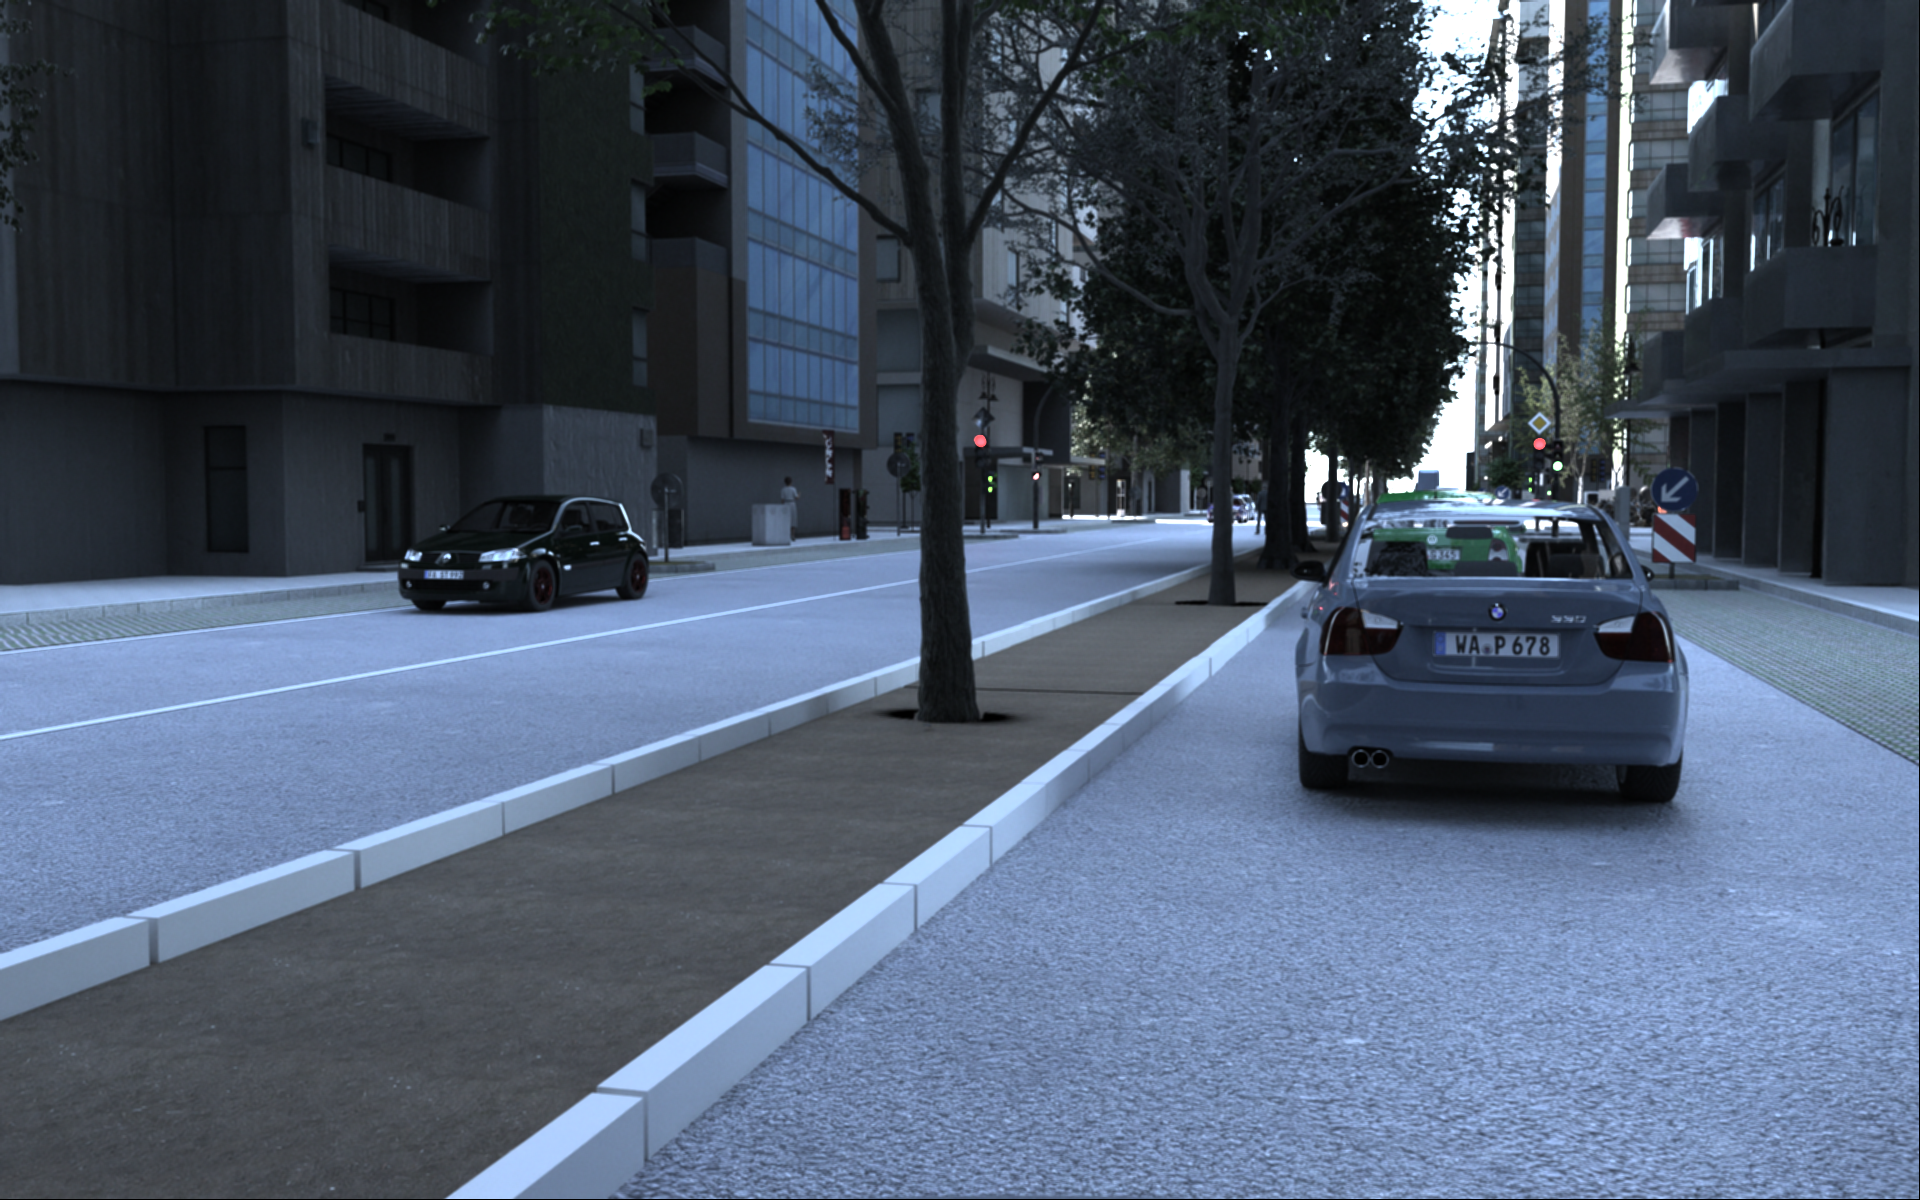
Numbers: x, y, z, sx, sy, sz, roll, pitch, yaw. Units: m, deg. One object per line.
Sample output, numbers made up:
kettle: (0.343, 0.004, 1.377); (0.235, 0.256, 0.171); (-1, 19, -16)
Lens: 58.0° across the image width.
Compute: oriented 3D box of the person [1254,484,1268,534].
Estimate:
person: (10.803, -3.254, 61.884); (0.661, 1.801, 0.590); (-1, 4, -16)

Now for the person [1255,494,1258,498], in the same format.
person: (31.896, -10.805, 183.424); (1.217, 1.743, 0.721); (0, 4, 0)

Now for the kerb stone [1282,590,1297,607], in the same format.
kerb stone: (4.158, 0.010, 22.061); (0.120, 0.150, 1.000); (1, 4, 15)

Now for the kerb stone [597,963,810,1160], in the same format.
kerb stone: (-0.600, 1.099, 4.220); (0.120, 0.150, 1.000); (1, 4, 15)

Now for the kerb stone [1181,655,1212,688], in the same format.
kerb stone: (1.772, 0.555, 13.128); (0.120, 0.150, 1.000); (1, 4, 15)

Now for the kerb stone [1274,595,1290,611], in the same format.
kerb stone: (3.883, 0.068, 21.076); (0.120, 0.150, 1.000); (1, 4, 15)

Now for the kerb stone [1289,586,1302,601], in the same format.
kerb stone: (4.416, -0.052, 23.050); (0.120, 0.150, 1.000); (1, 4, 15)

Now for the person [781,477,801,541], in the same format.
person: (-4.603, -2.479, 47.138); (0.480, 1.755, 0.524); (1, 4, 9)

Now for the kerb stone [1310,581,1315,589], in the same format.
kerb stone: (5.205, -0.231, 26.019); (0.120, 0.150, 1.000); (1, 4, 15)

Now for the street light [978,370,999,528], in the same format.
street light: (1.068, -5.630, 64.844); (0.468, 5.910, 1.993); (1, 4, 15)

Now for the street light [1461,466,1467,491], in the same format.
street light: (68.920, -16.096, 235.964); (0.468, 5.910, 1.993); (1, 4, 15)

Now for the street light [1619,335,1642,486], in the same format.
street light: (19.467, -4.748, 50.414); (0.468, 5.910, 1.993); (1, 4, 15)

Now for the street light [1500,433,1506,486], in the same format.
street light: (40.980, -9.661, 130.738); (0.468, 5.910, 1.993); (1, 4, 15)

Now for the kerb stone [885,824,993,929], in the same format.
kerb stone: (-0.070, 0.979, 6.195); (0.120, 0.150, 1.000); (1, 4, 15)

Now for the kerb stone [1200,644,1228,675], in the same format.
kerb stone: (2.047, 0.494, 14.113); (0.120, 0.150, 1.000); (1, 4, 15)

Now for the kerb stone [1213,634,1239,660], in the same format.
kerb stone: (2.298, 0.434, 15.107); (0.120, 0.150, 1.000); (1, 4, 15)

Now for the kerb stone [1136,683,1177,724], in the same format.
kerb stone: (1.249, 0.677, 11.151); (0.120, 0.150, 1.000); (1, 4, 15)

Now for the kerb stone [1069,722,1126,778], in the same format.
kerb stone: (0.721, 0.798, 9.173); (0.120, 0.150, 1.000); (1, 4, 15)

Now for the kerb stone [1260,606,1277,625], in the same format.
kerb stone: (3.360, 0.197, 19.088); (0.120, 0.150, 1.000); (1, 4, 15)

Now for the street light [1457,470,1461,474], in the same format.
street light: (75.508, -17.612, 260.749); (0.468, 5.910, 1.993); (1, 4, 15)

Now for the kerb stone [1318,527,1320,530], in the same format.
kerb stone: (13.066, -2.540, 63.731); (0.120, 0.150, 1.000); (1, 4, 15)

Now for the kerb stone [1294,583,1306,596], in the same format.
kerb stone: (4.675, -0.106, 24.039); (0.120, 0.150, 1.000); (1, 4, 15)

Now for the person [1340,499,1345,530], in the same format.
person: (14.031, -3.133, 64.003); (0.394, 1.301, 0.425); (1, 4, 21)

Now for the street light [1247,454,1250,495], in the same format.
street light: (27.027, -11.615, 162.693); (0.468, 5.910, 1.993); (1, 4, 15)

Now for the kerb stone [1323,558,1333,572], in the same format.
kerb stone: (7.046, -0.658, 32.958); (0.120, 0.150, 1.000); (1, 4, 15)

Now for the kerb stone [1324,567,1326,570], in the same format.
kerb stone: (5.999, -0.414, 29.005); (0.120, 0.150, 1.000); (1, 4, 15)

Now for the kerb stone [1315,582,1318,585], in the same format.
kerb stone: (5.466, -0.292, 27.013); (0.120, 0.150, 1.000); (1, 4, 15)

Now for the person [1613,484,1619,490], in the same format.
person: (33.031, -4.944, 87.068); (0.537, 1.800, 0.526); (1, 4, 13)

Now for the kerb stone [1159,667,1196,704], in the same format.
kerb stone: (1.511, 0.615, 12.139); (0.120, 0.150, 1.000); (1, 4, 15)

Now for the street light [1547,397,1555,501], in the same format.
street light: (27.651, -6.613, 80.914); (0.468, 5.910, 1.993); (1, 4, 15)

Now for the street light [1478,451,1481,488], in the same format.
street light: (54.044, -12.687, 180.224); (0.468, 5.910, 1.993); (1, 4, 15)

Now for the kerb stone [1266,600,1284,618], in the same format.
kerb stone: (3.626, 0.130, 20.081); (0.120, 0.150, 1.000); (1, 4, 15)

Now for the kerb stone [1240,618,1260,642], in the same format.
kerb stone: (2.834, 0.312, 17.098); (0.120, 0.150, 1.000); (1, 4, 15)

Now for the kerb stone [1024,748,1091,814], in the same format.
kerb stone: (0.454, 0.858, 8.186); (0.120, 0.150, 1.000); (1, 4, 15)

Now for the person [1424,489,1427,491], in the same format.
person: (35.160, -7.478, 130.952); (0.526, 1.800, 0.537); (0, 4, 0)

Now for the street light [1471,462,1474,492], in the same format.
street light: (60.480, -14.163, 204.347); (0.468, 5.910, 1.993); (1, 4, 15)

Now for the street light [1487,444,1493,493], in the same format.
street light: (47.643, -11.201, 155.916); (0.468, 5.910, 1.993); (1, 4, 15)

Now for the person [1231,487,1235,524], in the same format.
person: (12.869, -4.549, 83.046); (0.590, 1.801, 0.661); (1, 4, 13)

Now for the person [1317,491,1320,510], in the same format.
person: (32.644, -9.038, 157.058); (0.721, 1.735, 1.217); (2, 4, 23)

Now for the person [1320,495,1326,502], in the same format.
person: (23.592, -6.272, 111.725); (0.731, 1.740, 0.598); (0, 4, 7)

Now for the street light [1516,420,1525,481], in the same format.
street light: (34.286, -8.150, 106.046); (0.468, 5.910, 1.993); (1, 4, 15)

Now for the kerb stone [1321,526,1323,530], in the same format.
kerb stone: (13.585, -2.661, 65.718); (0.120, 0.150, 1.000); (1, 4, 15)

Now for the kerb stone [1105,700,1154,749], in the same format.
kerb stone: (0.986, 0.736, 10.163); (0.120, 0.150, 1.000); (1, 4, 15)

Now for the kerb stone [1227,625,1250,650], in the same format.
kerb stone: (2.562, 0.372, 16.105); (0.120, 0.150, 1.000); (1, 4, 15)

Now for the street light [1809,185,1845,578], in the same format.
street light: (13.099, -3.275, 26.330); (0.468, 5.910, 1.993); (1, 4, 15)

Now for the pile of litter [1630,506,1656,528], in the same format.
pile of litter: (26.405, -3.236, 66.873); (1.176, 0.858, 1.719); (2, 4, 31)

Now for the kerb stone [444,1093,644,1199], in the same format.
kerb stone: (-0.859, 1.161, 3.217); (0.120, 0.150, 1.000); (1, 4, 15)

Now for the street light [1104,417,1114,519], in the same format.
street light: (7.715, -7.146, 89.630); (0.468, 5.910, 1.993); (1, 4, 15)

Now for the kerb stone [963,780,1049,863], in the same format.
kerb stone: (0.195, 0.918, 7.194); (0.120, 0.150, 1.000); (1, 4, 15)

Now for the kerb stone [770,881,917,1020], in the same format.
kerb stone: (-0.336, 1.039, 5.208); (0.120, 0.150, 1.000); (1, 4, 15)

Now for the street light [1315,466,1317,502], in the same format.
street light: (54.813, -17.987, 266.867); (0.468, 5.910, 1.993); (1, 4, 15)

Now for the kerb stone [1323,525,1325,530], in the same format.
kerb stone: (13.853, -2.718, 66.704); (0.120, 0.150, 1.000); (1, 4, 15)

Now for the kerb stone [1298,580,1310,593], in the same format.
kerb stone: (4.935, -0.173, 25.028); (0.120, 0.150, 1.000); (1, 4, 15)

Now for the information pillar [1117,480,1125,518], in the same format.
information pillar: (8.552, -5.348, 91.926); (0.304, 2.012, 0.304); (-2, 4, -32)

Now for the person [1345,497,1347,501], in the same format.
person: (50.870, -13.453, 228.543); (0.705, 1.812, 1.348); (-1, 4, -19)

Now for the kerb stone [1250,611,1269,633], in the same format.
kerb stone: (3.096, 0.251, 18.091); (0.120, 0.150, 1.000); (1, 4, 15)

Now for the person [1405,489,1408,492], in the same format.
person: (31.160, -6.824, 120.561); (0.782, 1.767, 0.515); (-1, 4, -16)
